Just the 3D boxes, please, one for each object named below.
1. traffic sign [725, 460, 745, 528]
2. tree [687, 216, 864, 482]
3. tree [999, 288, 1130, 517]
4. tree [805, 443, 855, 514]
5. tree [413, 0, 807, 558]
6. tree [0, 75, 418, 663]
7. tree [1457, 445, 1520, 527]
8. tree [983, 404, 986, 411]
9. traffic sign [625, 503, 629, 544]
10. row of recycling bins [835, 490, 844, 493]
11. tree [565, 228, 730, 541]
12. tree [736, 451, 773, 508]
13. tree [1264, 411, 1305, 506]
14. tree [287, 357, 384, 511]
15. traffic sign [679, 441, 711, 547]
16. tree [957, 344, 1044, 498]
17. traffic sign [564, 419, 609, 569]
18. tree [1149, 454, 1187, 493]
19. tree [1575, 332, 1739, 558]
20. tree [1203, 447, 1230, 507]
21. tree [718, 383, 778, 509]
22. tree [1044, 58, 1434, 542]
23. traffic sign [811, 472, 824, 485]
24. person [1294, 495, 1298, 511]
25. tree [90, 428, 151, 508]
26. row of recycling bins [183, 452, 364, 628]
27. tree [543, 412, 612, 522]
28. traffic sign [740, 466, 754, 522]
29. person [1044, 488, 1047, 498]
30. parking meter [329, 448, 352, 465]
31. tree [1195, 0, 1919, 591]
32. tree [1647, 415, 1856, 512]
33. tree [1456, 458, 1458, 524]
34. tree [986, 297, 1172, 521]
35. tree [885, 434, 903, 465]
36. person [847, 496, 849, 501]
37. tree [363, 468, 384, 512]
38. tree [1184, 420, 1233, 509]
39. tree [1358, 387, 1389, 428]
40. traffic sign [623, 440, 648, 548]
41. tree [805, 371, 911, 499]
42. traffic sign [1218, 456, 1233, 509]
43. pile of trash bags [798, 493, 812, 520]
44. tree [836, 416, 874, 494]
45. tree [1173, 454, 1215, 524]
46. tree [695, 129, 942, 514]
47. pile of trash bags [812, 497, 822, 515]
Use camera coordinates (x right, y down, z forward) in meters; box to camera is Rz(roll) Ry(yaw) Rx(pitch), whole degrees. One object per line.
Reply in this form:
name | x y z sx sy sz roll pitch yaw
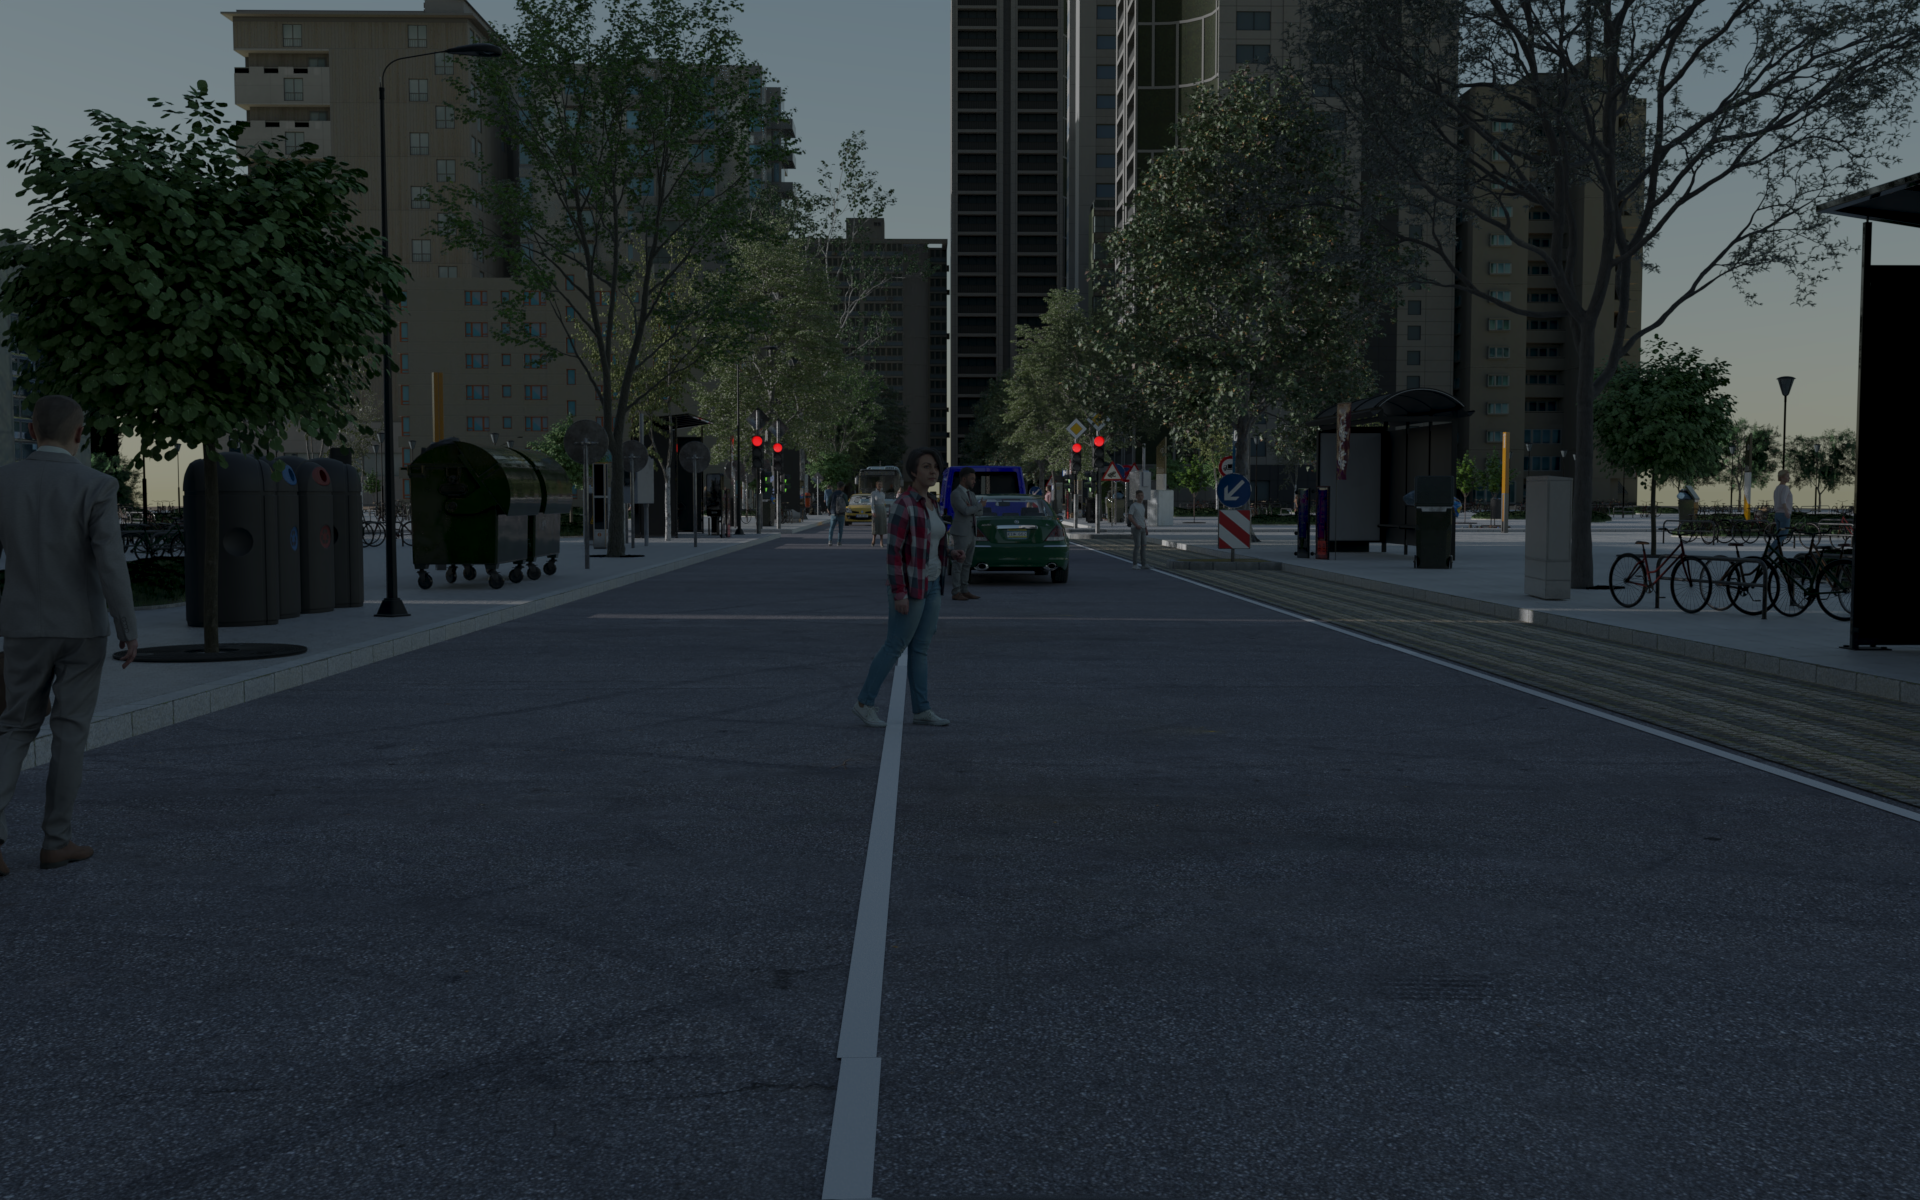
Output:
traffic sign | -8.455 -3.974 65.085 0.768 2.556 0.104 0 4 -1
tree | -7.618 -9.375 71.411 7.486 12.596 7.792 0 3 0
tree | 5.983 -10.876 95.952 7.486 12.596 7.792 0 3 0
tree | -8.411 -7.802 111.273 4.285 4.588 4.351 0 3 0
tree | -6.937 -6.664 34.705 9.928 11.665 9.643 0 3 0
tree | -5.967 -1.831 13.645 4.285 4.588 4.351 0 3 0
tree | 21.077 -4.526 68.606 1.663 3.219 1.824 0 3 0
tree | 5.949 -10.646 108.478 8.767 10.594 7.601 -1 4 -17
traffic sign | -8.629 -2.733 44.794 0.768 2.556 0.104 0 4 5
row of recycling bins | -10.004 -7.686 132.784 1.069 1.692 3.534 2 4 24
tree | -8.249 -5.930 47.314 4.737 8.622 4.395 0 3 0
tree | -13.959 -8.190 117.627 4.285 4.588 4.351 0 3 0
tree | 26.143 -11.354 135.997 4.360 8.622 3.978 0 3 0
tree | -18.484 -6.053 49.321 4.360 8.622 3.978 0 3 0
traffic sign | -6.399 -2.551 41.820 0.768 2.556 0.104 0 4 3
tree | 6.210 -12.998 129.527 9.611 12.733 9.660 0 3 0
traffic sign | -6.391 -1.805 29.618 0.768 2.556 0.104 0 4 -1
tree | 16.692 -9.409 137.550 4.285 4.588 4.351 0 3 0
tree | 14.248 -3.157 35.330 4.285 4.588 4.351 0 3 0
tree | 18.137 -8.251 118.613 4.285 4.588 4.351 0 3 0
tree | -13.233 -9.615 107.574 4.360 8.622 3.978 0 3 0
tree | 7.545 -7.889 45.997 9.611 12.733 9.660 0 3 0
traffic sign | -8.408 -6.269 102.223 0.795 2.593 0.064 0 4 6
person | 19.768 -5.553 101.508 0.373 1.253 0.362 2 4 30
tree | -64.442 -13.516 122.801 13.155 14.587 18.604 -2 4 -34
row of recycling bins | -7.238 -0.686 18.330 1.069 1.692 3.534 0 4 -2
tree | -15.369 -5.199 68.710 4.285 4.588 4.351 0 3 0
traffic sign | -9.811 -4.872 79.757 0.768 2.556 0.104 0 4 1
person | 7.138 -8.487 144.892 0.705 1.812 1.348 1 4 21
parking meter | -7.845 -0.995 21.975 0.255 1.863 0.399 -1 4 -23
tree | 8.555 -6.904 23.247 12.009 13.543 11.850 0 3 0
tree | 58.068 -9.715 121.747 20.602 7.101 11.467 2 4 31
tree | 22.008 -4.913 74.929 1.663 3.219 1.824 0 3 0
tree | 6.706 -8.986 81.341 8.767 10.594 7.601 1 4 20
tree | -10.579 -16.945 211.462 8.767 10.594 7.601 1 4 21
person | -12.097 -11.160 191.696 0.799 1.438 0.628 -3 5 -45
tree | -42.496 -7.979 125.061 1.663 3.219 1.824 0 3 0
tree | 15.058 -9.262 101.802 4.737 8.622 4.395 0 3 0
tree | 22.102 -9.028 97.965 4.737 8.622 4.395 0 3 0
traffic sign | -7.749 -2.499 40.962 0.768 2.556 0.104 0 4 3
tree | -10.581 -16.069 169.390 9.857 13.997 8.962 0 3 0
traffic sign | 8.935 -3.501 57.351 0.768 2.556 0.104 0 4 7
pile of trash bags | -8.844 -4.787 88.013 1.912 1.369 3.447 -1 4 -13
tree | -9.721 -12.616 156.636 4.737 8.622 4.395 0 3 0
tree | 10.385 -4.965 75.784 1.663 3.219 1.824 0 3 0
tree | -7.684 -14.369 90.822 12.611 20.169 13.585 0 3 0
pile of trash bags | -9.402 -5.908 106.341 1.912 1.369 3.447 0 4 -5
